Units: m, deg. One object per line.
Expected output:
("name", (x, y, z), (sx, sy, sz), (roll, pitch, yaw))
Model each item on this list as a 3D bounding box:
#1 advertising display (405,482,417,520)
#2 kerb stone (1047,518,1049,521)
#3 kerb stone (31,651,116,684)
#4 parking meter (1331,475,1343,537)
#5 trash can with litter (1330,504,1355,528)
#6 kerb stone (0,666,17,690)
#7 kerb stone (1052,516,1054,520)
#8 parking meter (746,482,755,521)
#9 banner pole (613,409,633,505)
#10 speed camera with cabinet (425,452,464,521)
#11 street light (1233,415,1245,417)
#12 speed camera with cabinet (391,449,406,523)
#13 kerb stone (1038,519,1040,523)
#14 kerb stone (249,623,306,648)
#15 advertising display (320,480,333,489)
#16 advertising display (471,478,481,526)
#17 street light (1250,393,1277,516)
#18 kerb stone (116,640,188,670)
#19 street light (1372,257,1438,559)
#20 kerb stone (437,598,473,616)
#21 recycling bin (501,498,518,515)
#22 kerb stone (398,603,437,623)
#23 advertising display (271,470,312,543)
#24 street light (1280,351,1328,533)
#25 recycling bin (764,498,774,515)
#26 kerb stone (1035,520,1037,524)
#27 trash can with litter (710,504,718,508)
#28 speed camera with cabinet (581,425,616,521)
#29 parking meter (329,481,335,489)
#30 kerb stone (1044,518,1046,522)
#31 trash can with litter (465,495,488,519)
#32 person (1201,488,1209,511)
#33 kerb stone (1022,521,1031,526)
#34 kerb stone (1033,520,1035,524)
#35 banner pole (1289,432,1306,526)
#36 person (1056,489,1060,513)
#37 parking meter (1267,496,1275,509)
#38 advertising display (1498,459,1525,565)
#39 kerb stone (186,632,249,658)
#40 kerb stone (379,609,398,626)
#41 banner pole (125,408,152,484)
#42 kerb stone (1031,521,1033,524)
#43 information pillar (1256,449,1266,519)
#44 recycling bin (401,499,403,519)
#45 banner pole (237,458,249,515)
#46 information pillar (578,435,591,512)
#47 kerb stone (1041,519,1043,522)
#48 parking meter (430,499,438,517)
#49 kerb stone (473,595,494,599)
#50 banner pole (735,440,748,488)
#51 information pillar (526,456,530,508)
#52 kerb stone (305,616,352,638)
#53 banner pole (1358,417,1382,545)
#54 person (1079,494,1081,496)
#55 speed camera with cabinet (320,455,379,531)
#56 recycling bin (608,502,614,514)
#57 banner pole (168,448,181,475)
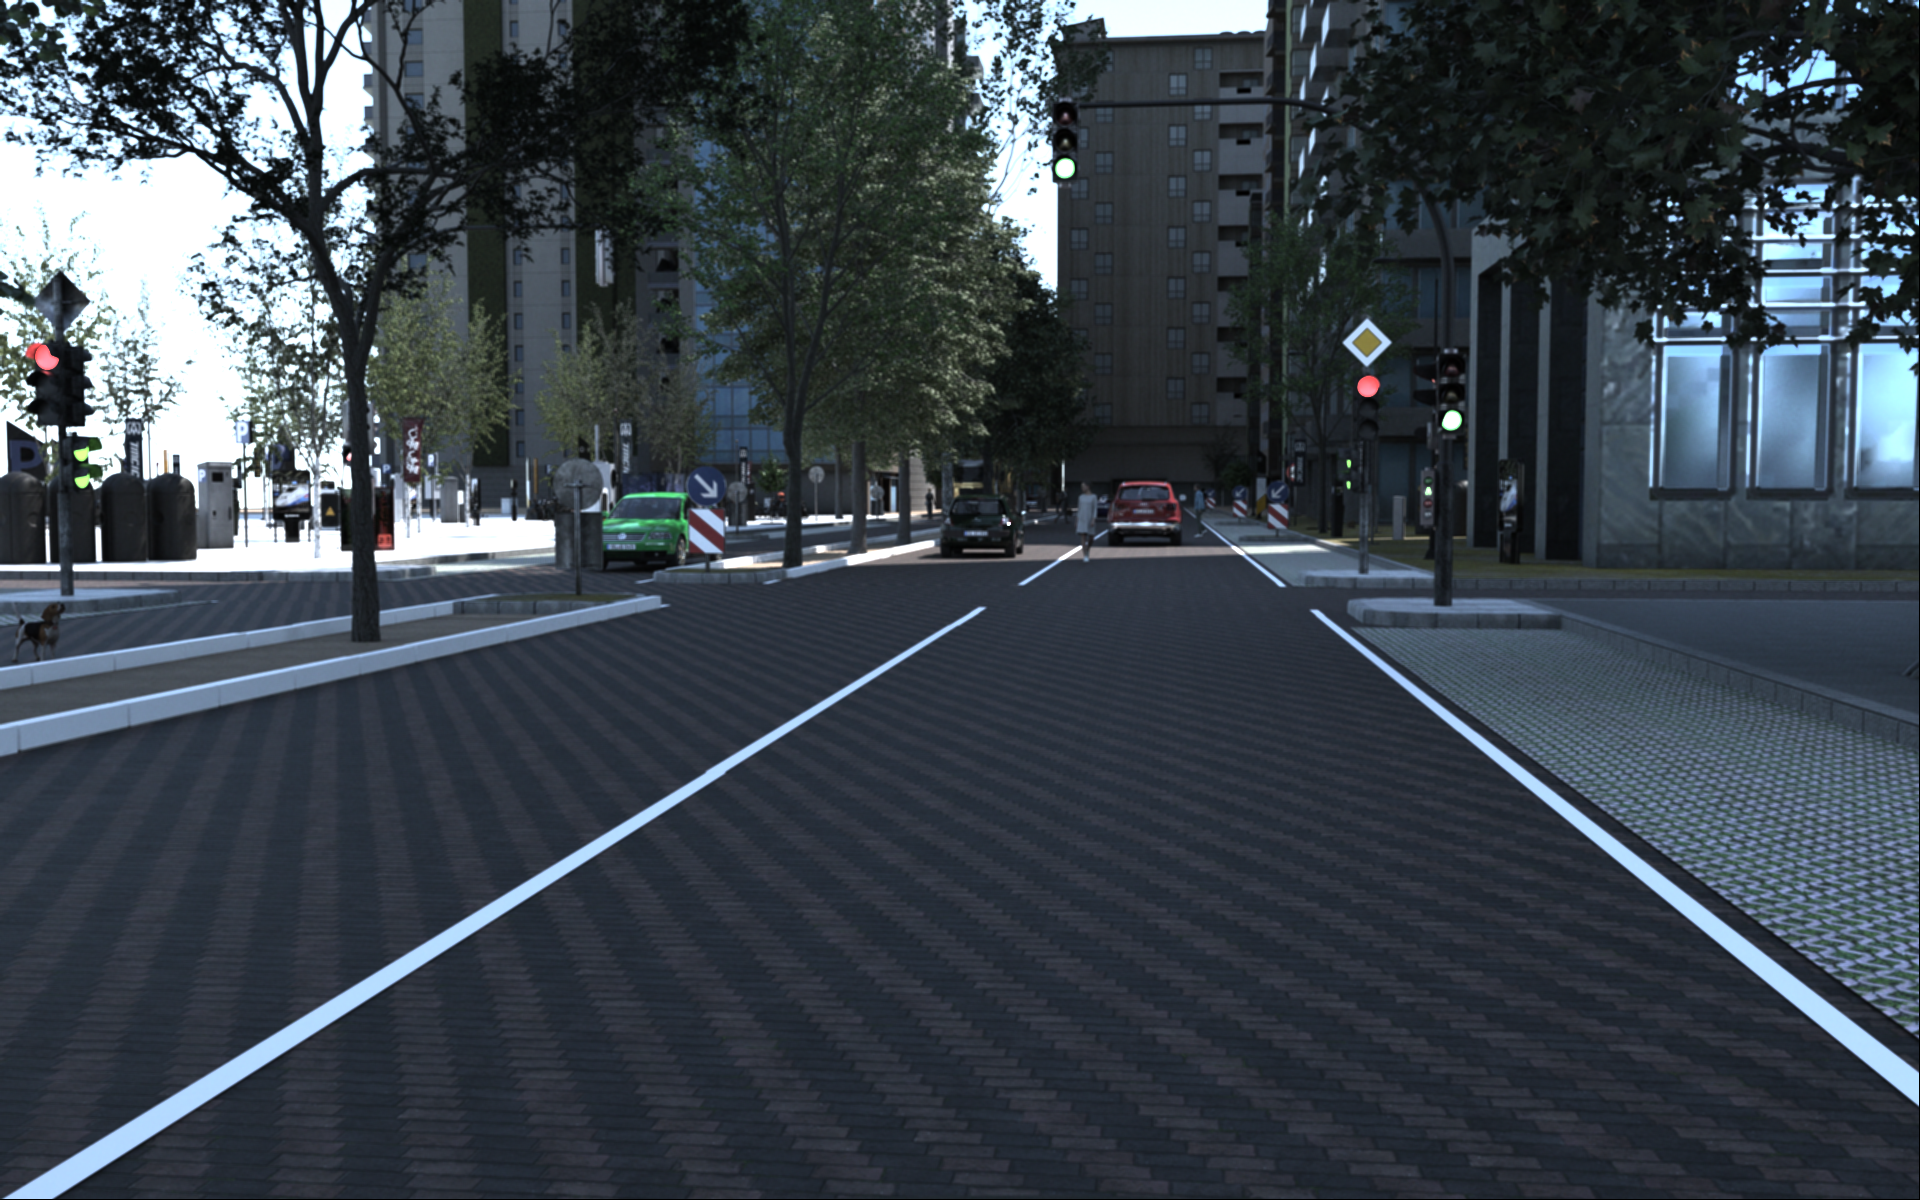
("advertising display", (-27.181, -4.914, 85.555), (0.123, 1.923, 0.974), (1, 4, 18))
("kerb stone", (4.432, -4.210, 91.029), (0.120, 0.150, 1.000), (0, 4, 7))
("kerb stone", (-6.937, 0.534, 13.464), (0.120, 0.150, 1.000), (0, 4, 7))
("parking meter", (11.246, -2.809, 51.638), (0.255, 1.863, 0.399), (0, 4, -6))
("trash can with litter", (14.453, -3.293, 65.231), (1.055, 1.170, 0.624), (1, 4, 12))
("kerb stone", (-7.057, 0.596, 12.443), (0.120, 0.150, 1.000), (0, 4, 7))
("kerb stone", (4.907, -4.451, 95.096), (0.120, 0.150, 1.000), (0, 4, 7))
("parking meter", (-9.839, -4.629, 81.388), (0.399, 1.863, 0.255), (-2, 4, -28))
("banner pole", (-9.921, -3.719, 50.829), (0.863, 3.779, 0.401), (2, 4, 27))
("speed camera with cabinet", (-24.605, -5.399, 82.608), (0.660, 3.252, 2.038), (2, 4, 26))
("street light", (16.707, -7.899, 101.684), (1.470, 5.913, 1.316), (0, 4, 7))
("speed camera with cabinet", (-25.261, -5.077, 77.348), (0.660, 3.252, 2.038), (-2, 4, -34))
("kerb stone", (3.693, -3.836, 84.915), (0.120, 0.150, 1.000), (0, 4, 7))
("kerb stone", (-6.570, 0.354, 16.523), (0.120, 0.150, 1.000), (0, 4, 7))
("advertising display", (-30.140, -4.706, 82.160), (0.974, 1.923, 0.123), (0, 4, -6))
("advertising display", (-19.334, -3.913, 69.198), (0.123, 1.923, 0.974), (-2, 4, -30))
("street light", (14.151, -6.524, 79.208), (1.470, 5.913, 1.316), (0, 4, 7))
("kerb stone", (-6.814, 0.473, 14.482), (0.120, 0.150, 1.000), (0, 4, 7))
("street light", (8.765, -3.760, 34.017), (1.470, 5.913, 1.316), (0, 4, 7))
("kerb stone", (-6.083, 0.098, 20.595), (0.120, 0.150, 1.000), (0, 4, 7))
("recycling bin", (-27.794, -5.769, 106.880), (0.722, 1.027, 0.722), (2, 4, 30))
("kerb stone", (-6.211, 0.160, 19.581), (0.120, 0.150, 1.000), (0, 4, 7))
("advertising display", (-17.614, -2.474, 45.659), (0.974, 1.923, 0.123), (-1, 4, -9))
("street light", (11.341, -5.134, 56.490), (1.470, 5.913, 1.316), (0, 4, 7))
("recycling bin", (-11.488, -5.663, 105.150), (0.722, 1.027, 0.722), (-1, 4, -12))
("kerb stone", (3.445, -3.711, 82.880), (0.120, 0.150, 1.000), (0, 4, 7))
("trash can with litter", (-9.041, -3.030, 60.920), (1.055, 1.170, 0.624), (-1, 4, -12))
("speed camera with cabinet", (-10.162, -3.326, 48.716), (0.660, 3.252, 2.038), (0, 4, 1))
("parking meter", (-28.041, -4.383, 77.380), (0.255, 1.863, 0.399), (-1, 4, -17))
("kerb stone", (4.181, -4.085, 88.988), (0.120, 0.150, 1.000), (0, 4, 7))
("trash can with litter", (-26.807, -5.222, 96.442), (1.678, 1.210, 2.233), (1, 4, 9))
("person", (18.604, -7.603, 132.439), (1.348, 1.869, 0.705), (3, 4, 37))
("kerb stone", (3.077, -3.525, 79.833), (0.120, 0.150, 1.000), (0, 4, 7))
("kerb stone", (3.325, -3.650, 81.865), (0.120, 0.150, 1.000), (0, 4, 7))
("banner pole", (13.470, -4.859, 69.469), (0.863, 3.779, 0.401), (0, 4, 3))
("person", (7.547, -7.600, 132.846), (0.705, 1.814, 1.350), (0, 4, -1))
("parking meter", (15.156, -4.644, 84.332), (0.372, 1.533, 0.369), (0, 3, 0))
("advertising display", (10.143, -1.633, 31.908), (0.123, 1.923, 0.974), (0, 4, -3))
("kerb stone", (-6.704, 0.410, 15.498), (0.120, 0.150, 1.000), (0, 4, 7))
("kerb stone", (-6.328, 0.223, 18.557), (0.120, 0.150, 1.000), (0, 4, 7))
("banner pole", (-23.782, -3.687, 50.307), (0.863, 3.779, 0.401), (-2, 4, -30))
("kerb stone", (3.205, -3.587, 80.850), (0.120, 0.150, 1.000), (0, 4, 7))
("information pillar", (15.442, -5.961, 88.814), (0.504, 3.616, 0.183), (0, 4, 6))
("recycling bin", (-28.738, -4.606, 87.865), (0.722, 1.027, 0.722), (-3, 4, -37))
("banner pole", (-43.961, -7.094, 105.995), (0.401, 3.779, 0.863), (1, 4, 19))
("information pillar", (-14.978, -4.755, 69.094), (0.504, 3.616, 0.183), (0, 4, -6))
("kerb stone", (3.935, -3.954, 86.958), (0.120, 0.150, 1.000), (0, 4, 7))
("parking meter", (-30.122, -5.709, 99.055), (0.399, 1.863, 0.255), (0, 4, 2))
("kerb stone", (-5.970, 0.036, 21.611), (0.120, 0.150, 1.000), (0, 4, 7))
("banner pole", (-10.202, -5.541, 80.604), (0.863, 3.779, 0.401), (-3, 5, -44))
("information pillar", (-26.836, -7.114, 107.669), (0.183, 3.616, 0.504), (-2, 4, -28))
("kerb stone", (-6.454, 0.285, 17.541), (0.120, 0.150, 1.000), (0, 4, 7))
("banner pole", (10.407, -3.318, 44.272), (0.401, 3.779, 0.863), (-2, 4, -25))
("person", (10.117, -8.166, 145.278), (0.557, 1.426, 1.065), (1, 4, 17))
("speed camera with cabinet", (-21.503, -4.066, 60.821), (2.038, 3.252, 0.660), (-1, 4, -10))
("recycling bin", (-20.294, -5.344, 99.927), (0.722, 1.027, 0.722), (1, 4, 16))
("banner pole", (-43.095, -6.418, 94.959), (0.401, 3.779, 0.863), (3, 4, 38))
